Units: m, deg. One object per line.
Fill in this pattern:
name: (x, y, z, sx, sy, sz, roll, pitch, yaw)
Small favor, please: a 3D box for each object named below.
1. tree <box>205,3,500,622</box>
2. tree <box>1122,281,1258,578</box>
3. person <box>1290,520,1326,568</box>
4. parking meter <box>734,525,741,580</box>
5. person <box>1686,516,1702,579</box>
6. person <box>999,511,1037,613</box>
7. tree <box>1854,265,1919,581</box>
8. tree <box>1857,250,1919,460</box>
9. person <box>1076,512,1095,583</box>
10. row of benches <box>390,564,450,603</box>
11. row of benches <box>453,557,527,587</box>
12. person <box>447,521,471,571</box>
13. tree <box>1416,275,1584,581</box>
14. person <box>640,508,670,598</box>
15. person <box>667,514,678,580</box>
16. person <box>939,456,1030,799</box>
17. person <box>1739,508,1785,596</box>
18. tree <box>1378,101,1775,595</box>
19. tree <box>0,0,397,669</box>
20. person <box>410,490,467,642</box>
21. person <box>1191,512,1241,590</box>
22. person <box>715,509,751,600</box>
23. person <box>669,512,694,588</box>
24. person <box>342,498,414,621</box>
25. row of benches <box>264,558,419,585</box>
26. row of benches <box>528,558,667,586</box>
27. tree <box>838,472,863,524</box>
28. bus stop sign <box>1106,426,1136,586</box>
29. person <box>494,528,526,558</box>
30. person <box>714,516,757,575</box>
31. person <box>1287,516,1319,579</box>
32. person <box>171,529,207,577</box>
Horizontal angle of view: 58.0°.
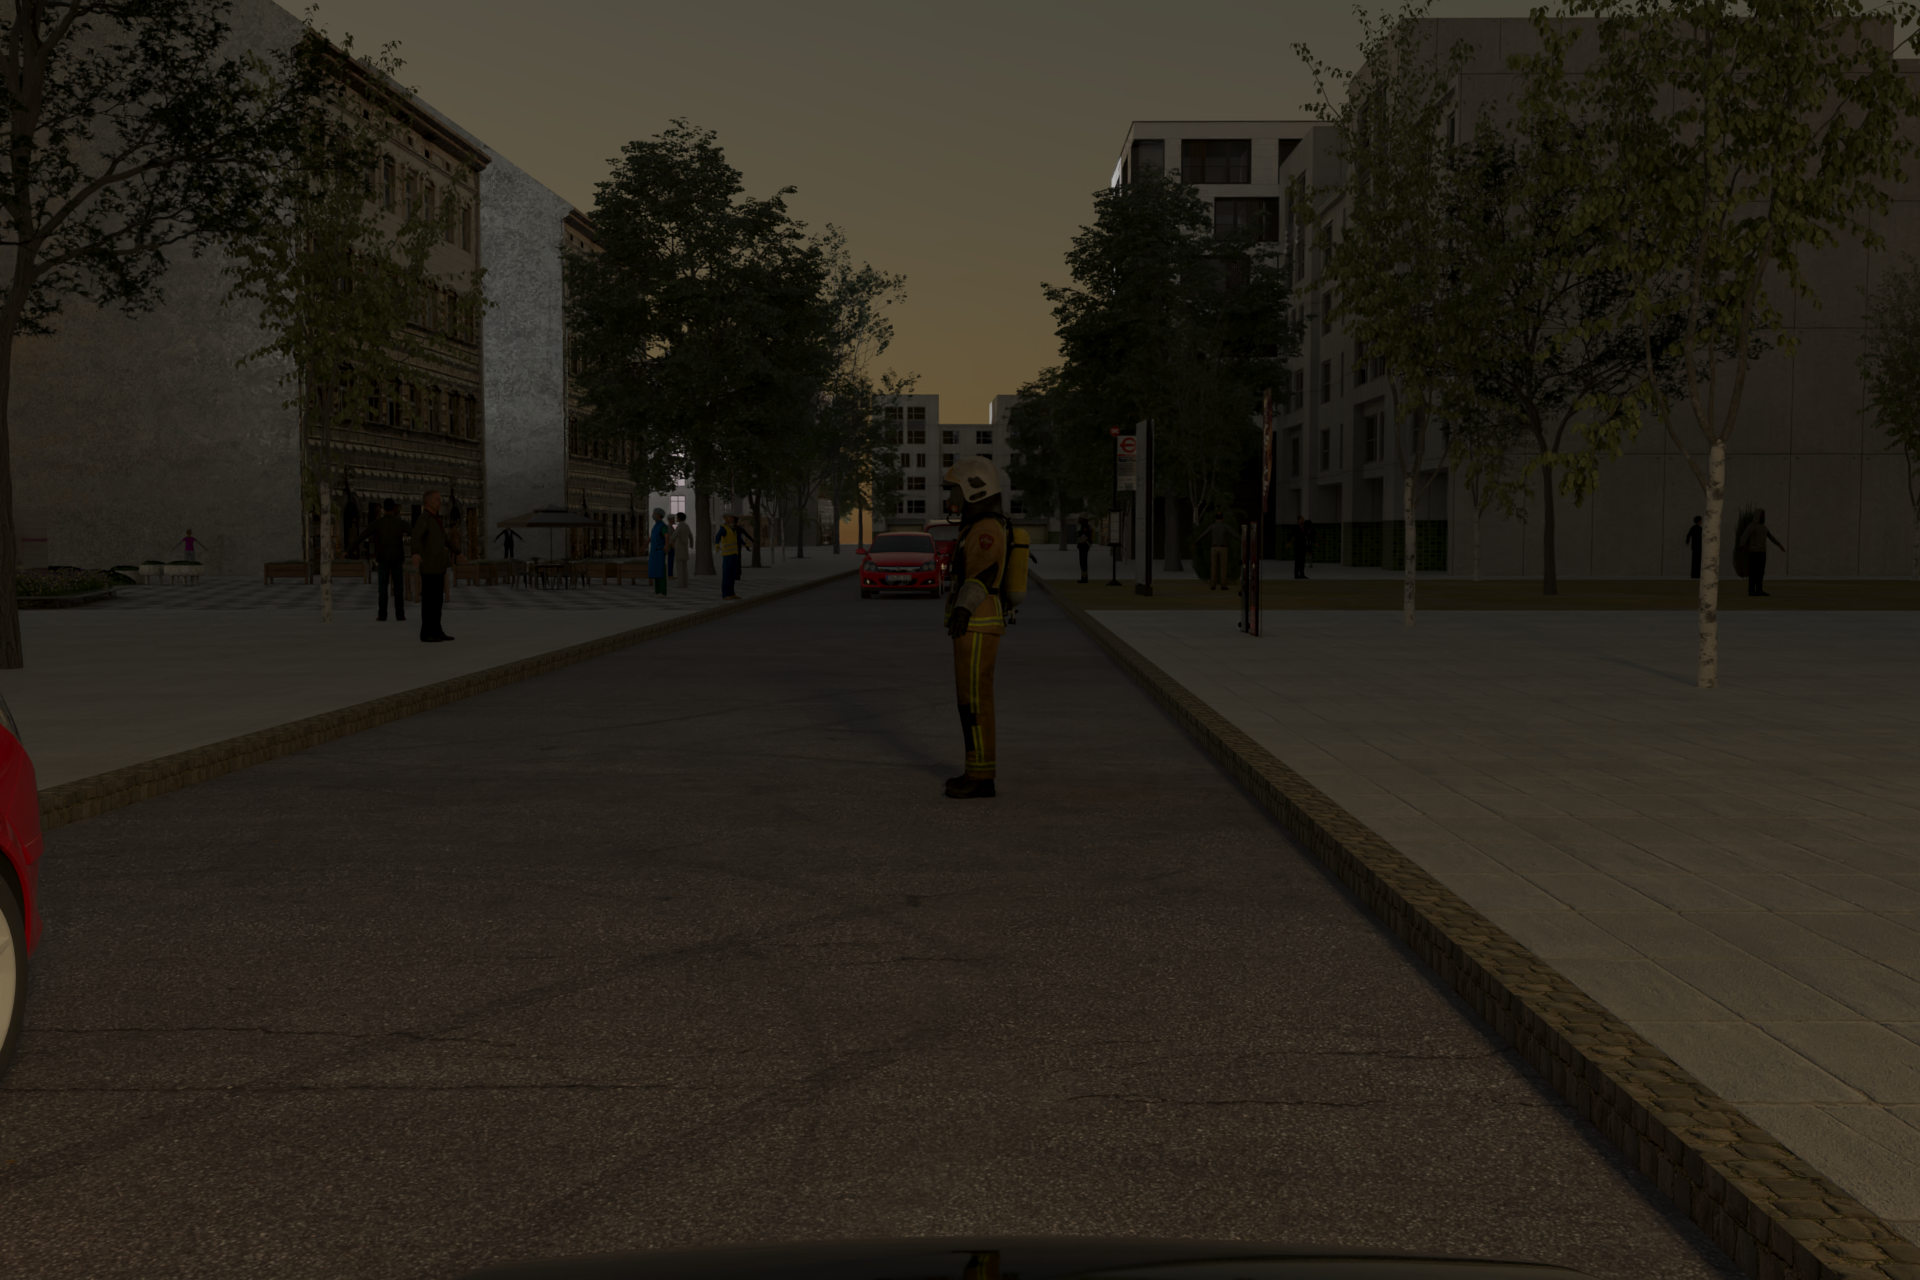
tree: (-9.087, -4.579, 25.233, 4.737, 8.622, 4.395, 0, 3, 0)
tree: (7.002, -6.121, 50.438, 4.360, 8.622, 3.978, 0, 3, 0)
person: (13.280, -3.668, 66.116, 1.345, 1.843, 0.704, 1, 4, 18)
parking meter: (-6.309, -2.437, 48.264, 0.372, 1.533, 0.369, 0, 3, 0)
person: (21.278, -2.675, 49.916, 0.705, 1.806, 1.347, -1, 4, -10)
person: (0.836, -1.422, 31.472, 1.354, 1.858, 0.705, 3, 5, 44)
tree: (26.097, -5.902, 46.853, 4.737, 8.622, 4.395, 0, 3, 0)
tree: (23.443, -5.607, 42.029, 4.360, 8.622, 3.978, 0, 3, 0)
person: (3.218, -2.426, 45.449, 0.705, 1.856, 1.354, 0, 4, 7)
row of benches: (-10.686, -1.142, 34.140, 1.422, 0.672, 4.104, -2, 4, -24)
row of benches: (-11.905, -1.753, 44.123, 1.422, 0.672, 4.104, 0, 4, 3)
person: (-17.360, -3.241, 59.793, 1.217, 1.733, 0.721, 2, 4, 28)
tree: (13.960, -5.921, 47.169, 4.360, 8.622, 3.978, 0, 3, 0)
person: (-6.141, -1.775, 35.156, 0.704, 1.817, 1.347, -2, 4, -32)
person: (-8.118, -2.629, 48.840, 0.705, 1.847, 1.347, -1, 4, -8)
person: (0.058, -0.079, 9.518, 0.705, 1.858, 1.354, 0, 4, 0)
person: (16.546, -1.818, 35.848, 1.348, 1.813, 0.705, -2, 4, -28)
tree: (12.660, -6.250, 36.600, 8.767, 10.594, 7.601, 2, 4, 27)
tree: (-9.191, -4.983, 15.889, 8.767, 10.594, 7.601, 1, 4, 12)
person: (-6.266, -0.886, 20.667, 0.705, 1.807, 1.348, 0, 4, 8)
person: (5.953, -2.046, 39.732, 1.348, 1.796, 0.705, 1, 4, 19)
person: (-4.460, -1.681, 33.954, 0.721, 1.772, 1.216, 2, 4, 24)
person: (-6.641, -2.138, 41.141, 0.705, 1.806, 1.347, 1, 4, 21)
person: (-8.436, -1.197, 25.641, 1.348, 1.821, 0.705, -1, 4, -20)
row of benches: (-15.569, -1.763, 44.281, 4.104, 0.672, 1.422, 0, 4, -8)
row of benches: (-9.113, -1.729, 43.734, 4.104, 0.672, 1.422, 2, 4, 28)
tree: (-15.987, -18.602, 222.270, 7.486, 12.596, 7.792, 0, 3, 0)
bus stop sign: (4.053, -3.317, 42.932, 0.855, 3.939, 0.416, 0, 4, 1)
person: (-17.124, -3.615, 65.818, 1.216, 1.740, 0.721, -2, 4, -30)
person: (-7.078, -2.975, 54.573, 1.347, 1.837, 0.705, -1, 4, -12)
person: (9.764, -2.651, 49.572, 1.346, 1.802, 0.704, -3, 5, -39)
person: (-23.005, -2.595, 51.701, 0.991, 1.433, 0.599, -2, 4, -29)
